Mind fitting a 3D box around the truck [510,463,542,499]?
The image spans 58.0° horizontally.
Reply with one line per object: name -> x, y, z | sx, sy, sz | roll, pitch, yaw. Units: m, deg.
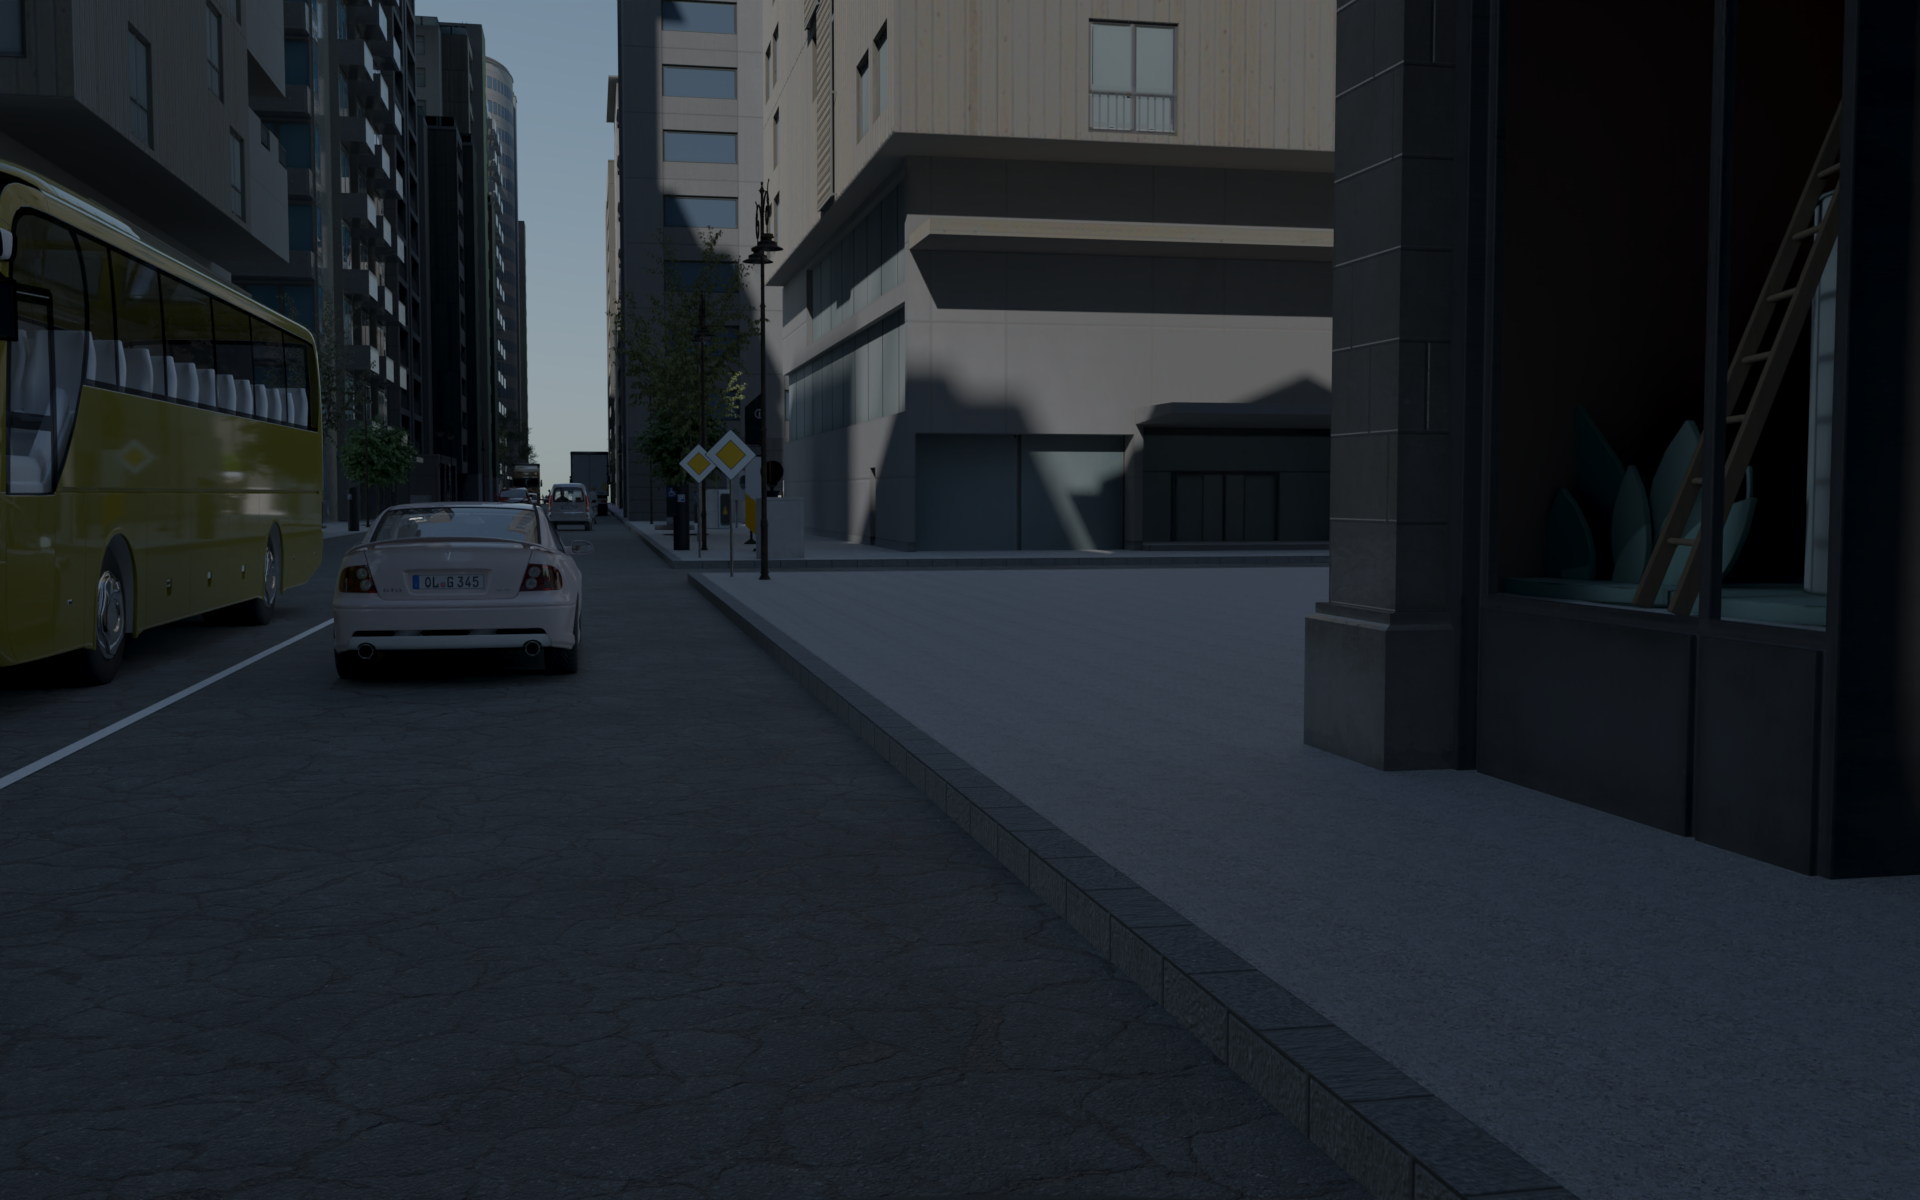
truck -> -40.053, -10.468, 160.068 | 2.839, 4.237, 11.283 | -1, 4, -14

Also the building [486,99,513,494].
building -> -64.267, -35.447, 199.165 | 23.786, 49.044, 30.456 | -1, 4, -12

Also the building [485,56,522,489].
building -> -69.482, -41.986, 228.465 | 21.231, 58.520, 28.212 | -1, 4, -12

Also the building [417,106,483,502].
building -> -44.178, -22.005, 131.483 | 14.160, 30.474, 14.107 | -1, 4, -12

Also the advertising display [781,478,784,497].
advertising display -> -6.725, -3.931, 69.493 | 0.974, 1.923, 0.123 | -3, 4, -36

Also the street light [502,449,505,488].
street light -> -46.043, -12.371, 175.050 | 0.468, 5.910, 1.993 | -1, 4, -12

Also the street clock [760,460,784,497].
street clock -> -4.052, -2.005, 37.358 | 0.471, 2.002, 0.358 | -1, 4, -19

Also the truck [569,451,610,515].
truck -> -25.412, -7.950, 118.892 | 2.839, 4.237, 11.283 | -1, 4, -12

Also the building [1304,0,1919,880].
building -> 6.380, -9.600, 7.865 | 10.553, 20.767, 40.483 | -1, 4, -12

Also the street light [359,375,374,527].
street light -> -22.761, -5.726, 66.412 | 0.468, 5.910, 1.993 | -1, 4, -12

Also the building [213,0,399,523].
building -> -39.879, -28.453, 84.818 | 23.786, 49.044, 30.456 | -1, 4, -12

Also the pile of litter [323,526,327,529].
pile of litter -> -24.457, -3.108, 64.786 | 1.719, 0.858, 1.176 | 2, 4, 35

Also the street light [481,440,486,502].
street light -> -38.862, -10.304, 141.263 | 0.468, 5.910, 1.993 | -1, 4, -12

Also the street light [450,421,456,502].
street light -> -31.556, -8.239, 107.502 | 0.468, 5.910, 1.993 | -1, 4, -12

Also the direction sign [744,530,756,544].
direction sign -> -5.347, -3.197, 44.276 | 0.379, 3.537, 0.876 | -1, 4, -8

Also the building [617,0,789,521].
building -> -8.227, -33.851, 95.456 | 21.231, 58.520, 28.212 | -1, 4, -12

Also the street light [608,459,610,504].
street light -> -39.357, -13.658, 196.094 | 0.468, 5.910, 1.993 | -1, 4, -12

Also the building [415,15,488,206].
building -> -47.048, -28.216, 144.930 | 14.154, 41.232, 14.086 | -1, 4, -12

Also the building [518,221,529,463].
building -> -70.000, -34.674, 250.511 | 14.154, 41.232, 14.086 | -1, 4, -12

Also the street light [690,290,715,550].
street light -> -5.833, -4.070, 39.333 | 0.468, 5.910, 1.993 | -1, 4, -12

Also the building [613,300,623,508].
building -> -19.949, -19.974, 171.611 | 27.650, 21.520, 28.899 | -1, 4, -12

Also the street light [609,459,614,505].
street light -> -36.416, -12.834, 182.623 | 0.468, 5.910, 1.993 | -1, 4, -12

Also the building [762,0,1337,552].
building -> 8.516, -28.179, 49.968 | 27.495, 52.752, 28.713 | -1, 4, -12

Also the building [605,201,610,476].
building -> -45.541, -37.194, 258.233 | 14.600, 45.320, 14.200 | -1, 4, -12

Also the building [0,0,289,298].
building -> -32.311, -27.634, 41.050 | 28.713, 52.752, 27.495 | -1, 4, -12

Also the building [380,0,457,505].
building -> -44.159, -41.228, 112.324 | 20.563, 71.187, 20.611 | -1, 4, -12

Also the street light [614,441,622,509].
street light -> -29.248, -10.767, 148.833 | 0.468, 5.910, 1.993 | -1, 4, -12

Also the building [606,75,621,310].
building -> -29.233, -38.389, 216.894 | 28.713, 52.752, 27.495 | -1, 4, -12

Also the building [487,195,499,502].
building -> -50.136, -23.687, 158.988 | 14.160, 30.474, 14.107 | -1, 4, -12

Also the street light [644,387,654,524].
street light -> -13.124, -6.162, 73.530 | 0.468, 5.910, 1.993 | -1, 4, -12

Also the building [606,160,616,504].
building -> -37.872, -37.722, 240.463 | 21.300, 48.544, 21.600 | -1, 4, -12
